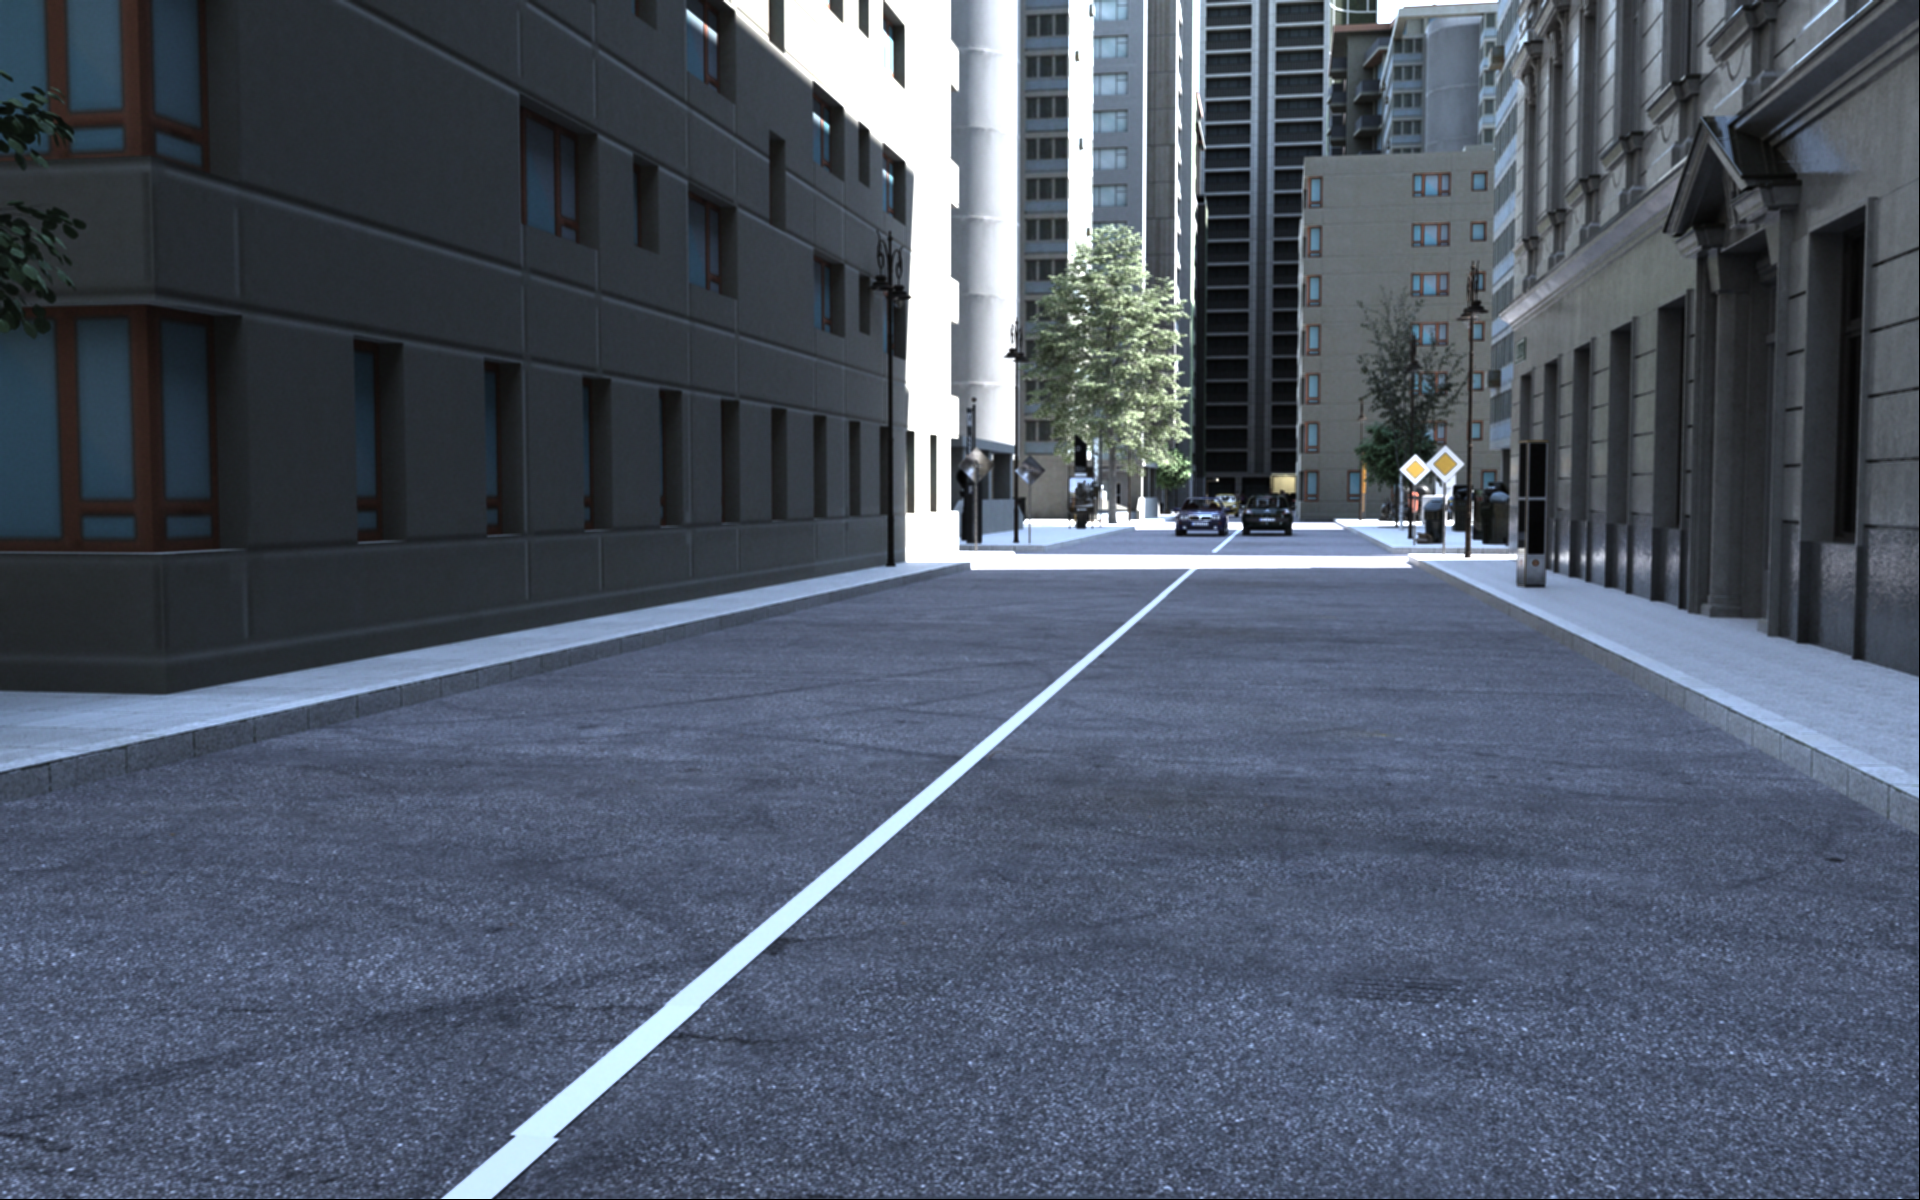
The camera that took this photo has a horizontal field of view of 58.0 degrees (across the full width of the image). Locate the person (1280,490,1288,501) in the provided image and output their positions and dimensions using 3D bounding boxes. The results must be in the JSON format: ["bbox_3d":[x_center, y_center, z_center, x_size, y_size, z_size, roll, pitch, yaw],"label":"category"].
[{"bbox_3d":[23.199,-7.101,125.321,1.217,1.735,0.721,-1,4,-20],"label":"person"}]

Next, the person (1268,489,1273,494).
[{"bbox_3d":[23.729,-7.583,132.446,1.348,1.831,0.705,2,4,26],"label":"person"}]

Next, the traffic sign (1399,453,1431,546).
[{"bbox_3d":[11.283,-2.406,42.978,0.795,2.450,0.064,1,4,10],"label":"traffic sign"}]

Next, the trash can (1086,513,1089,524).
[{"bbox_3d":[5.315,-3.891,75.268,0.748,1.137,0.748,0,3,0],"label":"trash can"}]

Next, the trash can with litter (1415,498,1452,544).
[{"bbox_3d":[12.217,-2.040,44.749,0.624,1.170,1.055,3,4,39],"label":"trash can with litter"}]

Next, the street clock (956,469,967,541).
[{"bbox_3d":[0.144,-2.646,47.826,0.471,2.002,0.358,-1,4,-12],"label":"street clock"}]

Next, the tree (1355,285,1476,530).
[{"bbox_3d":[15.653,-6.750,60.731,4.360,8.622,3.978,0,3,0],"label":"tree"}]

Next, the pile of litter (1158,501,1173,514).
[{"bbox_3d":[13.046,-5.933,110.973,1.719,0.858,1.176,-3,4,-36],"label":"pile of litter"}]

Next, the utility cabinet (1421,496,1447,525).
[{"bbox_3d":[19.783,-3.737,72.268,1.020,1.237,0.306,3,5,43],"label":"utility cabinet"}]

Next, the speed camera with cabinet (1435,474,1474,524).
[{"bbox_3d":[21.731,-4.955,75.357,2.038,3.252,0.660,-1,4,-16],"label":"speed camera with cabinet"}]

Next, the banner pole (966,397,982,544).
[{"bbox_3d":[0.293,-3.335,44.549,0.401,3.779,0.863,1,4,17],"label":"banner pole"}]

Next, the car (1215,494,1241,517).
[{"bbox_3d":[16.634,-6.020,108.657,2.015,1.641,3.980,1,4,10],"label":"car"}]

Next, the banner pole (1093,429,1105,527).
[{"bbox_3d":[5.331,-4.708,66.993,0.401,3.779,0.863,-2,4,-24],"label":"banner pole"}]

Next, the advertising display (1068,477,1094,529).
[{"bbox_3d":[4.462,-3.584,63.811,0.974,1.923,0.123,0,4,-7],"label":"advertising display"}]

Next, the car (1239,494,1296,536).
[{"bbox_3d":[10.847,-3.138,61.094,2.009,1.686,4.222,1,4,10],"label":"car"}]

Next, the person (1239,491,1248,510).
[{"bbox_3d":[26.236,-9.254,160.492,0.721,1.739,1.217,-2,4,-35],"label":"person"}]

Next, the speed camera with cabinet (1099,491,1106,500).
[{"bbox_3d":[7.805,-6.759,104.838,2.038,3.252,0.660,1,4,12],"label":"speed camera with cabinet"}]

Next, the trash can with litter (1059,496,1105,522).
[{"bbox_3d":[5.660,-4.163,79.117,2.233,1.210,1.678,1,4,14],"label":"trash can with litter"}]

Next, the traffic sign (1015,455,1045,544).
[{"bbox_3d":[1.804,-2.514,44.752,0.795,2.450,0.064,1,4,10],"label":"traffic sign"}]

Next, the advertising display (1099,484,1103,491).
[{"bbox_3d":[9.399,-6.758,115.701,0.123,1.923,0.974,1,4,18],"label":"advertising display"}]

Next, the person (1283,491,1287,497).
[{"bbox_3d":[26.040,-7.948,139.376,0.541,1.710,0.530,1,4,23],"label":"person"}]

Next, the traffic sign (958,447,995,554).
[{"bbox_3d":[0.346,-2.034,36.901,0.795,2.450,0.064,1,4,10],"label":"traffic sign"}]

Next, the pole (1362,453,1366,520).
[{"bbox_3d":[19.965,-5.611,85.583,0.158,3.312,0.155,0,3,0],"label":"pole"}]

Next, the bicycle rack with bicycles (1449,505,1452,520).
[{"bbox_3d":[25.082,-4.385,85.079,2.852,0.926,2.925,-1,4,-22],"label":"bicycle rack with bicycles"}]

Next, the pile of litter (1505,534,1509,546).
[{"bbox_3d":[14.231,-1.758,42.711,1.719,0.858,1.176,0,4,-2],"label":"pile of litter"}]

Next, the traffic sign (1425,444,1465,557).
[{"bbox_3d":[9.824,-1.926,35.126,0.795,2.450,0.064,1,4,10],"label":"traffic sign"}]

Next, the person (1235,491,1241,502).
[{"bbox_3d":[28.707,-10.435,179.823,1.217,1.736,0.721,3,4,36],"label":"person"}]

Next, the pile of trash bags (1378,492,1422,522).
[{"bbox_3d":[20.589,-4.296,79.999,1.912,1.369,3.447,0,4,0],"label":"pile of trash bags"}]

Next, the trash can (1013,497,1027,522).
[{"bbox_3d":[2.566,-3.936,76.004,0.748,1.137,0.748,0,3,0],"label":"trash can"}]

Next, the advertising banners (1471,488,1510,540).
[{"bbox_3d":[15.099,-3.156,47.794,2.074,3.025,0.090,3,4,38],"label":"advertising banners"}]

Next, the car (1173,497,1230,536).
[{"bbox_3d":[8.439,-2.918,60.293,1.945,1.354,3.894,1,4,10],"label":"car"}]
